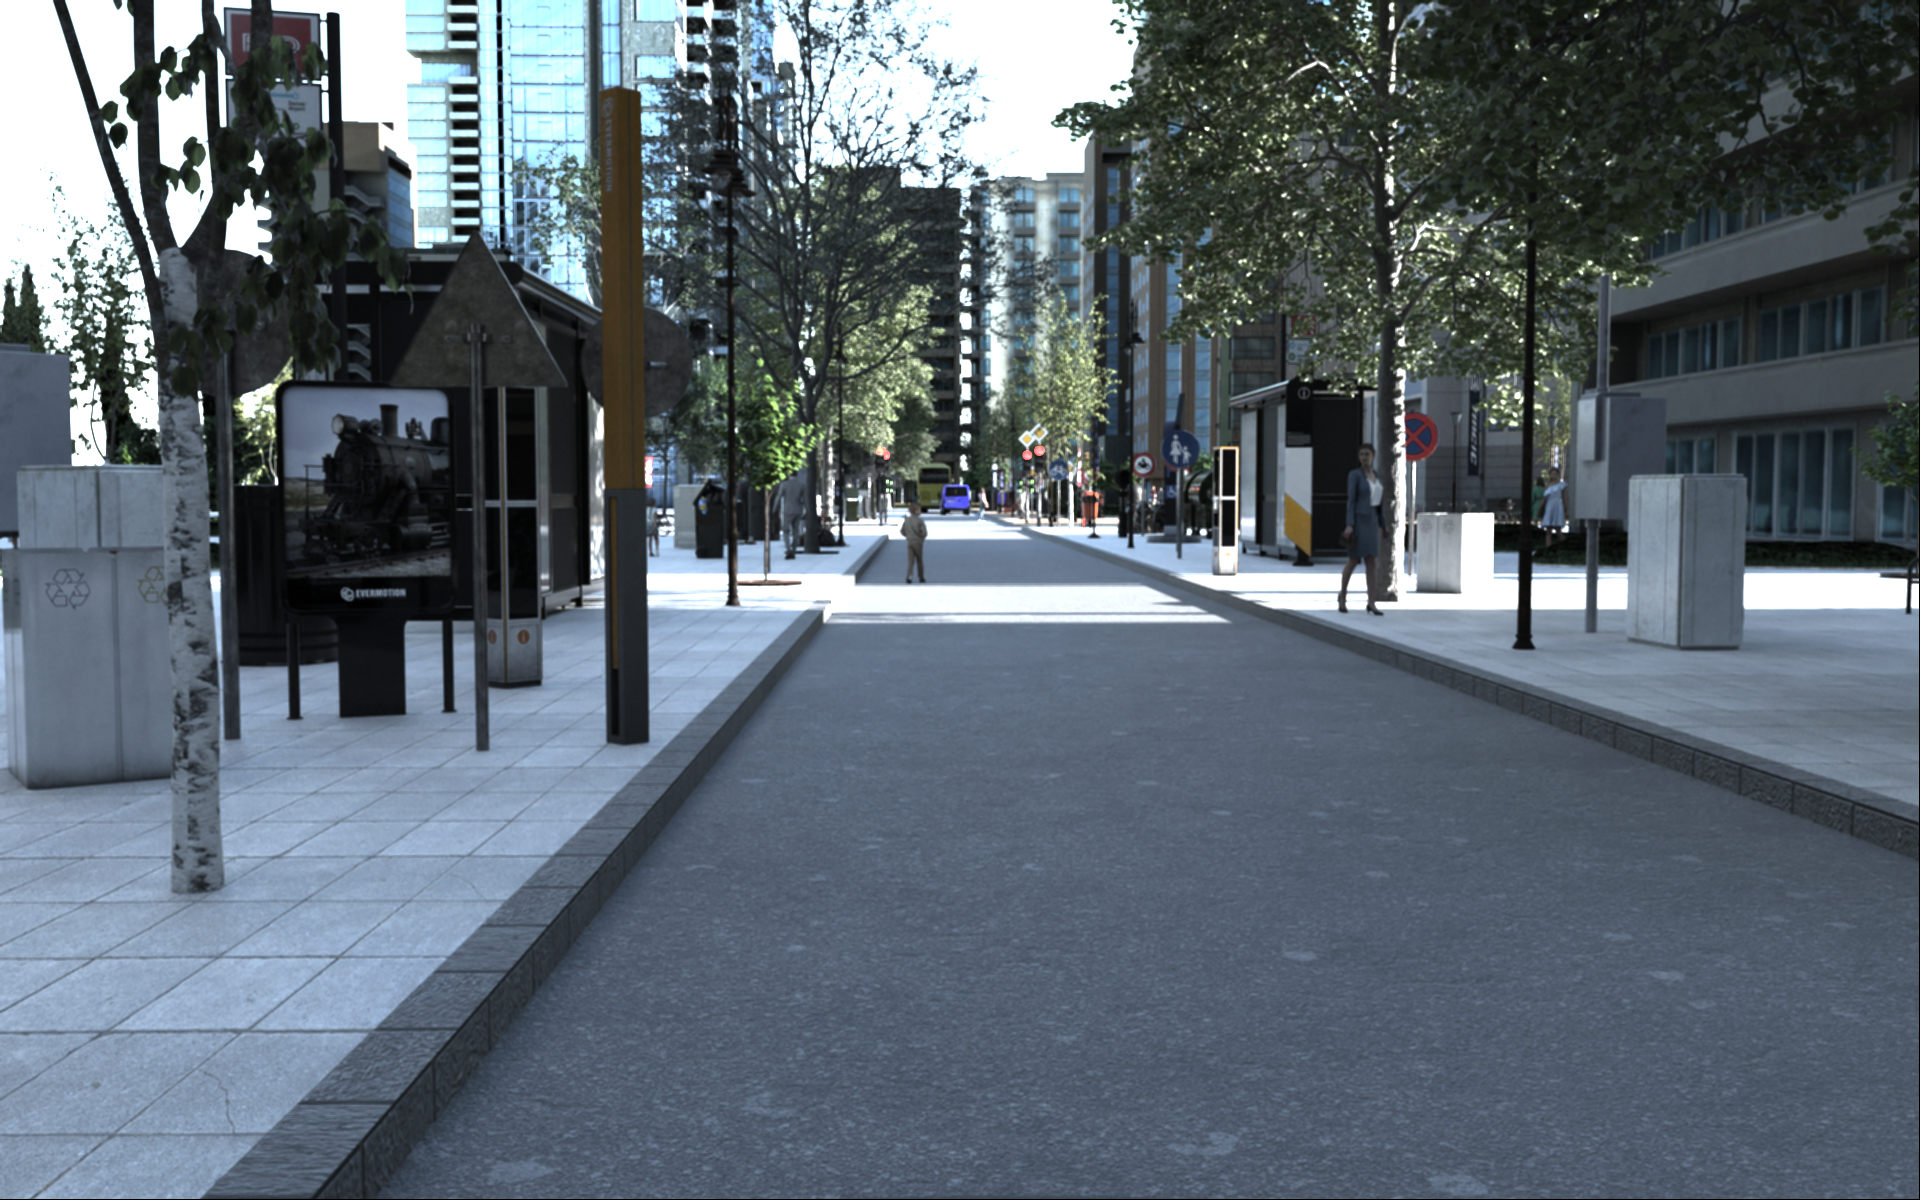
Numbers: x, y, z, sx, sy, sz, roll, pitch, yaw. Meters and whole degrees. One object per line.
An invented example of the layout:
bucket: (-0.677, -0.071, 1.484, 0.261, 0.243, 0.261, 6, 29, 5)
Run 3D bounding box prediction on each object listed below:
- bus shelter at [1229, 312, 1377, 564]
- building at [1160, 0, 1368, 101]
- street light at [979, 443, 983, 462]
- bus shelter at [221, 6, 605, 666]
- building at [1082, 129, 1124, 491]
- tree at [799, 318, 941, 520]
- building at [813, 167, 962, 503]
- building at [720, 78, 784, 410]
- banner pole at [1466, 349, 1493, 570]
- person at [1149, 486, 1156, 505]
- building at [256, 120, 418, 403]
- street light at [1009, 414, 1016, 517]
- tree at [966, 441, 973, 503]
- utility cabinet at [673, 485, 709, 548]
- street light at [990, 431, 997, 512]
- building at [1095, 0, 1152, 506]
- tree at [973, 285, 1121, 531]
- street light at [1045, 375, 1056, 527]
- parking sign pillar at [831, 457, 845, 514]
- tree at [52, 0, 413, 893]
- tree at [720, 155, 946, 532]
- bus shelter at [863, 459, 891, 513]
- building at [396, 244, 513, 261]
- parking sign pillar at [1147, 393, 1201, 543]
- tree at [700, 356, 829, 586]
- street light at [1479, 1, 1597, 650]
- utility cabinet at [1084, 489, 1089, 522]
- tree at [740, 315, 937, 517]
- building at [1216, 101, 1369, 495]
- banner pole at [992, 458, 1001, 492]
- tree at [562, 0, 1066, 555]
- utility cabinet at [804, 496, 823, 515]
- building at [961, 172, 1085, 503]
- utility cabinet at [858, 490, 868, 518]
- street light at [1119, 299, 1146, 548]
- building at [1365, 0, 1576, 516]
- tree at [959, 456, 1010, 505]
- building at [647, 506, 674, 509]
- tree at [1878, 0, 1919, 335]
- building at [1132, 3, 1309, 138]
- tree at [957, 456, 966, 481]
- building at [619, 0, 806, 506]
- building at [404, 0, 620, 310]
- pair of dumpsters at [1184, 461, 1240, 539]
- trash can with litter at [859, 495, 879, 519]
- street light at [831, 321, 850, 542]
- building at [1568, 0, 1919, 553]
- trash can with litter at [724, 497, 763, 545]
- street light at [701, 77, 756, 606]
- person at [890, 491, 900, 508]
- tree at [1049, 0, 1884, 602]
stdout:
bus shelter: (6.925, -3.559, 35.826, 2.179, 5.291, 8.768, 0, 4, -1)
building: (46.131, -57.869, 258.835, 31.000, 86.520, 22.319, 0, 4, -1)
street light: (1.873, -10.887, 150.793, 0.468, 5.910, 1.993, 0, 4, -1)
bus shelter: (-5.024, -2.413, 17.089, 2.179, 5.291, 8.768, 0, 4, -1)
building: (22.128, -34.006, 206.104, 14.600, 45.320, 14.200, 0, 4, -1)
tree: (-4.536, -9.229, 85.313, 7.601, 10.594, 8.767, -2, 4, -29)
building: (-10.612, -38.844, 258.806, 21.600, 48.544, 21.300, 0, 4, -1)
building: (-35.997, -35.459, 199.360, 30.456, 49.044, 23.786, 0, 4, -1)
banner pole: (8.734, -2.399, 29.234, 0.401, 3.779, 0.863, 3, 5, 39)
person: (13.277, -6.929, 119.307, 0.573, 1.828, 0.580, -1, 4, -16)
building: (-72.971, -33.896, 204.307, 14.200, 45.320, 14.600, 0, 4, -1)
street light: (2.994, -7.678, 98.326, 0.468, 5.910, 1.993, 0, 4, -1)
tree: (3.679, -9.362, 103.431, 4.737, 8.622, 4.395, 0, 3, 0)
utility cabinet: (-6.194, -1.959, 40.703, 1.173, 1.500, 0.318, 2, 4, 31)
street light: (2.374, -9.283, 124.558, 0.468, 5.910, 1.993, 0, 4, -1)
building: (27.019, -53.147, 181.625, 22.319, 86.520, 31.000, 0, 4, -1)
tree: (3.745, -6.717, 60.184, 4.737, 8.622, 4.395, 0, 3, 0)
street light: (3.559, -5.795, 67.533, 0.468, 5.910, 1.993, 0, 4, -1)
parking sign pillar: (-8.021, -7.533, 111.633, 1.447, 3.967, 1.447, -3, 5, -43)
tree: (-2.606, -3.352, 5.176, 4.360, 8.622, 3.978, 0, 3, 0)
tree: (-4.091, -8.592, 58.612, 7.486, 12.596, 7.792, 0, 3, 0)
bus shelter: (-5.669, -7.808, 118.943, 1.731, 3.624, 6.357, 0, 4, -1)
building: (-58.643, -26.446, 204.088, 14.107, 30.474, 14.160, 0, 4, -1)
parking sign pillar: (5.676, -3.508, 45.835, 1.447, 3.967, 1.447, 1, 4, 12)
tree: (-2.883, -1.827, 24.477, 1.663, 3.219, 1.824, 0, 3, 0)
street light: (4.675, -2.532, 14.184, 0.468, 5.910, 1.993, 0, 4, -1)
utility cabinet: (5.885, -4.348, 79.760, 0.318, 1.500, 1.173, 0, 4, 6)
tree: (-5.106, -10.360, 95.146, 9.928, 11.665, 9.643, 0, 3, 0)
building: (26.418, -21.990, 131.245, 14.160, 30.474, 14.107, 0, 4, -1)
banner pole: (2.580, -8.028, 121.282, 0.863, 3.779, 0.401, -2, 4, -29)
tree: (-3.214, -7.731, 36.768, 12.009, 13.543, 11.850, 0, 3, 0)
utility cabinet: (-6.499, -3.946, 75.676, 0.306, 1.237, 1.020, -3, 5, -41)
building: (15.401, -39.155, 259.796, 30.456, 49.044, 23.786, 0, 4, -1)
utility cabinet: (-5.565, -5.187, 93.484, 1.173, 1.500, 0.318, 1, 4, 20)
street light: (4.077, -4.181, 41.148, 0.468, 5.910, 1.993, 0, 4, -1)
building: (40.059, -34.156, 100.451, 28.212, 58.520, 21.231, 0, 4, -1)
tree: (2.706, -9.912, 145.767, 4.285, 4.588, 4.351, 0, 3, 0)
building: (-31.165, -52.082, 164.206, 22.319, 86.520, 31.000, 0, 4, -1)
tree: (4.974, -5.527, 8.494, 7.486, 12.596, 7.792, 0, 3, 0)
building: (23.544, -31.201, 160.249, 14.600, 45.320, 14.200, 0, 4, -1)
tree: (2.541, -11.023, 130.584, 4.737, 8.622, 4.395, 0, 3, 0)
building: (-37.000, -57.749, 256.860, 31.000, 86.520, 22.319, 0, 4, -1)
building: (-68.407, -57.756, 256.976, 31.000, 86.520, 22.319, 0, 4, -1)
pair of dumpsters: (7.429, -2.967, 51.002, 1.574, 2.255, 4.437, 0, 4, -1)
trash can with litter: (-4.911, -4.721, 88.240, 1.678, 1.210, 2.233, -1, 4, -10)
street light: (-3.180, -4.485, 46.112, 0.468, 5.910, 1.993, 0, 4, -1)
building: (28.055, -25.292, 37.234, 21.300, 48.544, 21.600, 0, 4, -1)
trash can with litter: (-6.094, -2.025, 44.173, 2.233, 1.210, 1.678, -1, 4, -11)
street light: (-2.616, -2.875, 19.787, 0.468, 5.910, 1.993, 0, 4, -1)
person: (-6.033, -9.263, 157.512, 1.348, 1.821, 0.705, 3, 5, 41)
tree: (4.928, -6.277, 20.758, 7.486, 12.596, 7.792, 0, 3, 0)
